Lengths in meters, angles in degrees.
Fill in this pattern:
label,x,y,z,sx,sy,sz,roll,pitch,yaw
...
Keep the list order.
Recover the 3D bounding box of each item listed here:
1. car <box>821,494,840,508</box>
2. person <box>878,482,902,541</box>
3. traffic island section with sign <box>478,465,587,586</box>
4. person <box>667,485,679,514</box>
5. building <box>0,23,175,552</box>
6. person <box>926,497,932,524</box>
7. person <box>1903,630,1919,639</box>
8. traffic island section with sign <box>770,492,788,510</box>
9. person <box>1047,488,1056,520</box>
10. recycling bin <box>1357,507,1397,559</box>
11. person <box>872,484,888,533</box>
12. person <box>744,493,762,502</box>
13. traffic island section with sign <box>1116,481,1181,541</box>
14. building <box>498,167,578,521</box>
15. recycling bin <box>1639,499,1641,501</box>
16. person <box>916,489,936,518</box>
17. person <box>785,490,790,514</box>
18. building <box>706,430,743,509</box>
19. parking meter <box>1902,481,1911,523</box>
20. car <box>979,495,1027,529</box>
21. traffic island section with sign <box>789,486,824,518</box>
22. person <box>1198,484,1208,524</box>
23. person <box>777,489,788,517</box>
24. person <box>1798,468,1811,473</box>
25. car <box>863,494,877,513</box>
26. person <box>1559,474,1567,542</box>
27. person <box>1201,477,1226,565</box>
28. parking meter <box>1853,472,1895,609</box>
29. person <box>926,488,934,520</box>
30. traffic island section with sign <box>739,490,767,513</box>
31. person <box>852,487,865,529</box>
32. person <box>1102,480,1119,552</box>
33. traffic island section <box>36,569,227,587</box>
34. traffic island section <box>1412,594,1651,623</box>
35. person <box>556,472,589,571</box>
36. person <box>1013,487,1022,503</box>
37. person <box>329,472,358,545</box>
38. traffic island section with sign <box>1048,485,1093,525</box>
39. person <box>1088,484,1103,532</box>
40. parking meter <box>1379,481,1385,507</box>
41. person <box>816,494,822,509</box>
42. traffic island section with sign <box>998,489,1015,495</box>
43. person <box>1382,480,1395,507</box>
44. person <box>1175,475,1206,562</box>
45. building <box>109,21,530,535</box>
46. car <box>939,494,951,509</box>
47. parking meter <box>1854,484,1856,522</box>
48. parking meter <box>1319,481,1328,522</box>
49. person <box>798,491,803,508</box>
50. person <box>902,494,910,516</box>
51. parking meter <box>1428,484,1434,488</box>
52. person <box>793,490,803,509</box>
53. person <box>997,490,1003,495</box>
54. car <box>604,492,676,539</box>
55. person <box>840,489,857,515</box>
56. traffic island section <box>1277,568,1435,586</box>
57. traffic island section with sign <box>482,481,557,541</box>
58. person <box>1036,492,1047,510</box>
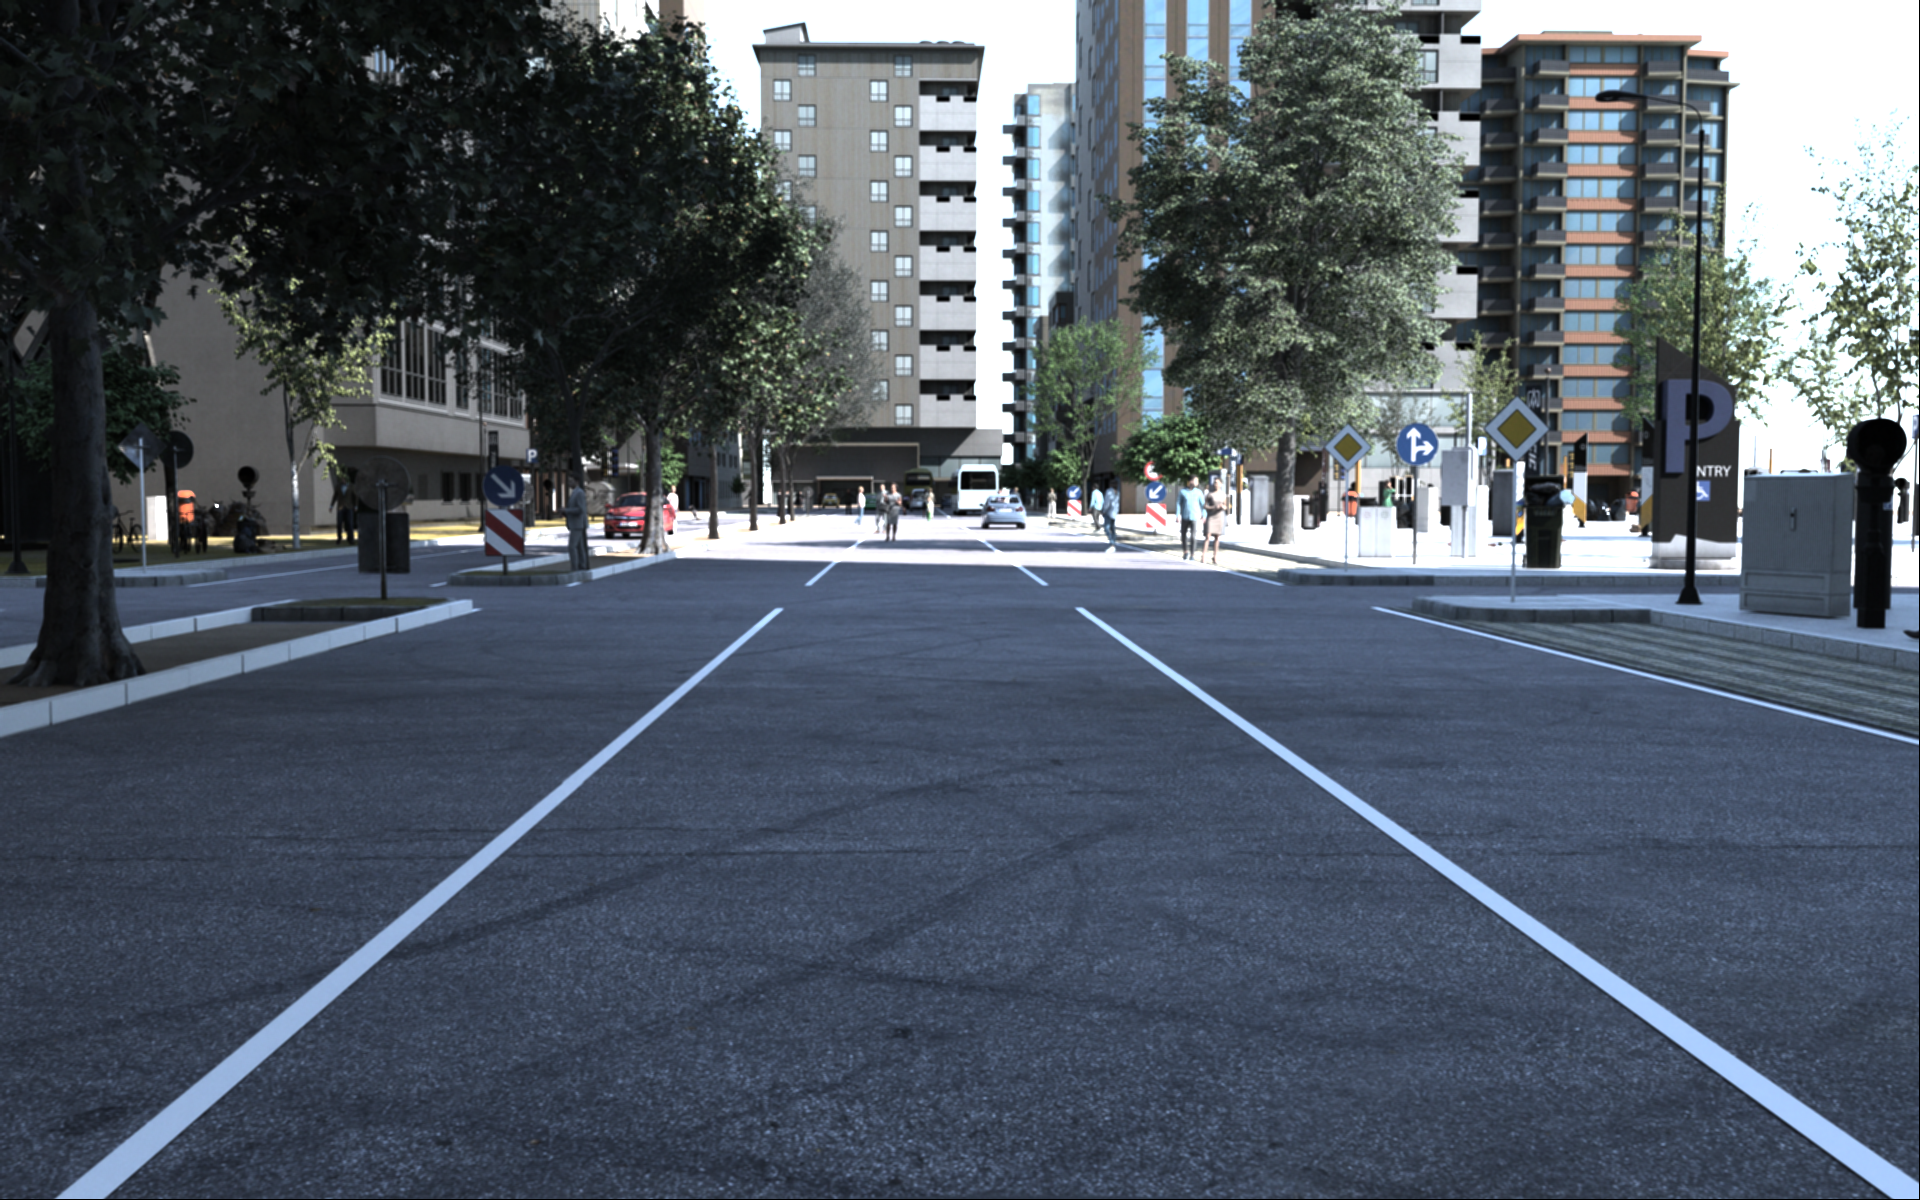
label,x,y,z,sx,sy,sz,roll,pitch,yaw
car,-13.214,-10.185,176.748,2.015,1.641,3.980,0,4,-3
person,-2.133,-2.666,52.445,0.716,1.782,0.532,0,4,3
traffic island section with sign,-7.176,-1.206,27.851,2.006,1.907,1.989,0,4,-1
person,-10.396,-3.210,61.652,0.598,1.740,0.731,1,4,18
building,-27.568,-10.486,38.904,16.820,18.784,16.811,0,4,-1
person,-1.461,-4.266,82.499,0.306,1.304,0.590,1,4,15
person,8.602,-0.516,14.881,0.661,1.777,0.834,-2,4,-25
traffic island section with sign,-16.167,-9.058,156.724,1.989,1.847,2.006,0,4,-1
person,5.138,-5.371,96.868,0.519,1.759,0.362,1,4,12
recycling bin,8.394,-1.363,34.847,0.722,1.027,0.722,1,4,17
person,-2.855,-3.354,63.445,0.635,1.810,0.391,2,4,23
person,-15.276,-7.276,127.606,1.348,1.807,0.705,0,4,-8
traffic island section with sign,5.794,-2.721,53.124,1.989,1.847,2.006,0,4,-1
building,-26.561,-15.629,85.216,12.332,23.373,15.834,0,4,-1
recycling bin,33.811,-4.429,84.962,0.722,1.027,0.722,-2,4,-35
person,-2.059,-5.857,105.053,1.217,1.735,0.721,1,4,11
person,-12.261,-6.967,123.210,0.742,1.727,0.445,1,4,19
building,-36.268,-19.373,161.784,28.899,21.520,27.650,0,4,-1
parking meter,42.691,-4.434,78.213,0.399,1.863,0.255,-2,4,-34
car,1.794,-3.674,72.067,2.014,1.417,4.499,0,4,-1
traffic island section with sign,-9.086,-5.800,102.965,2.006,1.907,1.989,0,4,-1
person,9.369,-3.618,65.946,0.760,1.731,0.466,-1,4,-13
person,-10.761,-5.855,105.037,0.742,1.727,0.445,0,4,1
person,11.394,-0.884,23.298,0.624,1.780,0.694,0,4,-2
car,-6.646,-7.503,131.472,1.959,1.807,4.718,0,4,-2
person,16.033,-2.458,46.323,0.391,1.810,0.635,1,4,15
person,5.177,-1.615,35.251,0.599,1.781,0.374,-1,4,-12
parking meter,10.244,-0.673,19.414,0.372,1.533,0.369,0,3,0
person,-1.680,-5.346,96.453,0.362,1.759,0.519,2,4,31
traffic island section with sign,-15.476,-7.410,129.777,1.989,1.847,2.006,0,4,-1
person,-4.201,-3.826,71.734,0.598,1.740,0.731,-2,4,-27
person,3.742,-2.082,42.799,0.793,1.790,0.793,0,4,2
traffic island section,-13.232,-0.352,28.042,2.009,0.180,2.903,0,4,-1
traffic island section,6.605,0.106,20.550,2.009,0.180,2.903,0,4,-1
person,-6.654,-1.281,29.649,0.583,1.804,0.606,-2,4,-27
person,2.968,-4.958,89.991,0.534,1.772,0.576,2,4,32
person,-15.680,-2.330,44.057,0.656,1.842,0.836,-3,5,-40
traffic island section with sign,5.107,-4.372,80.113,1.989,1.847,2.006,0,4,-1
person,5.117,-3.427,64.554,0.620,1.820,0.660,3,4,37
parking meter,19.134,-4.451,78.490,0.255,1.863,0.399,2,4,23
person,-13.165,-9.191,162.024,0.557,1.426,1.065,-2,4,-32
traffic island section with sign,3.831,-7.439,130.258,1.989,1.847,2.006,0,4,-1
person,15.469,-3.455,62.781,0.529,1.795,0.600,0,4,5
person,4.920,-1.740,36.808,0.638,1.841,0.748,1,4,15
building,-25.800,-16.583,64.640,14.314,27.812,24.014,0,4,-1
car,-0.968,-9.344,164.773,2.014,1.417,4.499,0,4,0
parking meter,41.959,-4.594,80.829,0.399,1.863,0.255,0,4,2
parking meter,16.715,-4.524,79.682,0.399,1.863,0.255,2,4,25
person,-16.482,-10.332,178.223,0.445,1.727,0.742,1,4,14
person,-3.611,-6.337,115.335,0.421,1.427,0.697,3,4,36
parking meter,27.344,-5.805,100.627,0.255,1.863,0.399,2,4,34
person,-15.924,-9.870,170.013,1.348,1.807,0.705,-2,4,-33
person,2.449,-5.973,107.094,0.756,1.711,0.436,3,5,43
car,-10.431,-2.909,56.607,2.155,1.783,4.494,0,3,0
person,-7.663,-6.772,119.355,1.348,1.807,0.705,-1,4,-21
traffic island section,6.403,-0.382,28.532,2.009,0.180,2.903,0,4,-1
traffic island section with sign,-13.547,-2.746,53.531,1.989,1.847,2.006,0,4,-1
person,6.630,-8.111,141.913,1.065,1.426,0.557,1,4,10
